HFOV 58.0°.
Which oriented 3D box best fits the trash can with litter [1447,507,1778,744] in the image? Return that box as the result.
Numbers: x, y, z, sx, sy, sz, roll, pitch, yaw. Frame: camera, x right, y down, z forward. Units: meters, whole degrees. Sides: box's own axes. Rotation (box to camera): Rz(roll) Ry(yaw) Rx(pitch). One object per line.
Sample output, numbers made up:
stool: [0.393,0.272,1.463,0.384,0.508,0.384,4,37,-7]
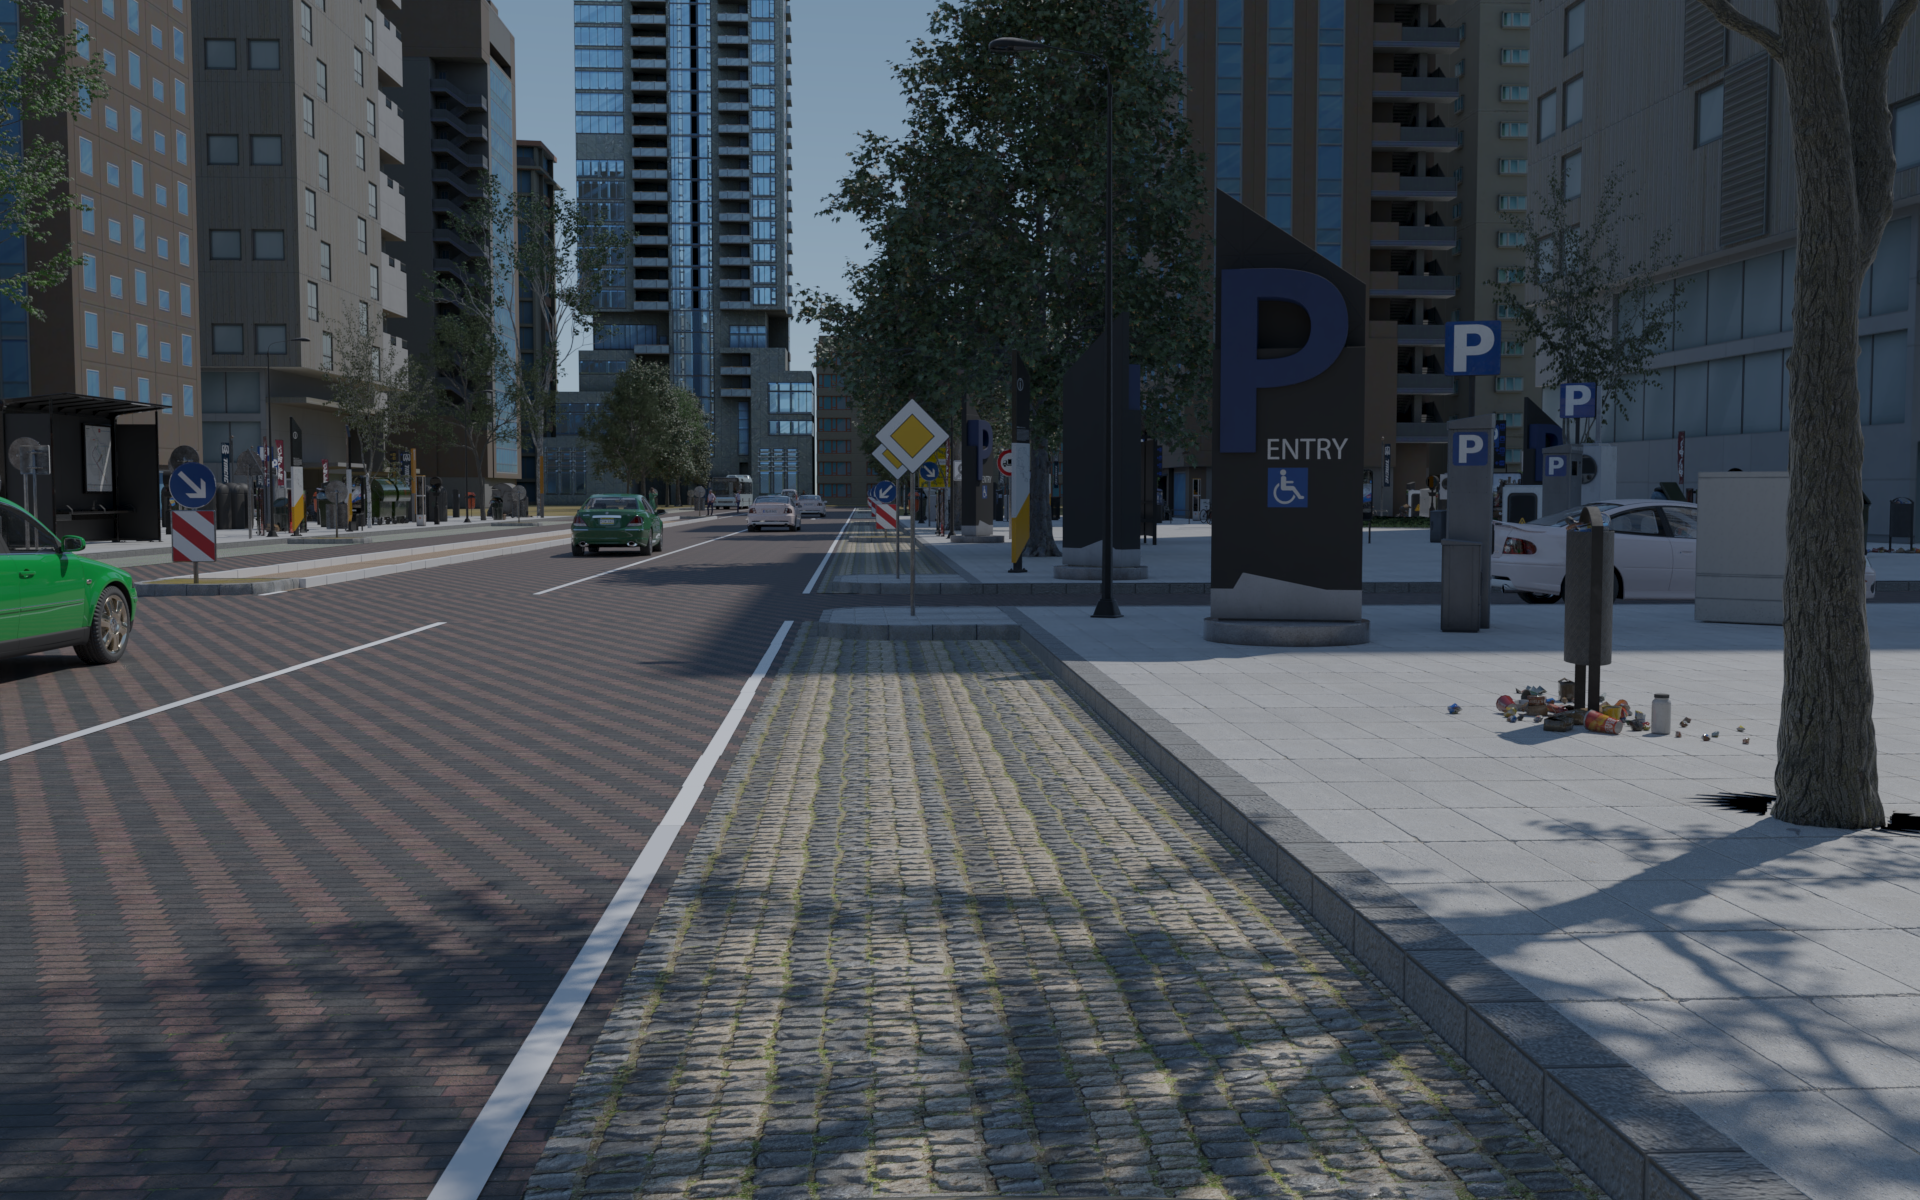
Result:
trash can with litter: [3.695,0.062,10.038,1.678,1.210,2.233,1,4,12]

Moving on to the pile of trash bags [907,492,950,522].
pile of trash bags: [-0.752,-4.247,79.183,3.447,1.369,1.912,1,4,12]

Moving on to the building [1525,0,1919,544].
building: [35.879,-28.453,54.440,27.495,52.752,28.713,0,4,-3]

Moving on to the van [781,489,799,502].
van: [-15.573,-9.264,158.485,2.013,2.044,4.112,0,4,-3]

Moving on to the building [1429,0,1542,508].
building: [52.990,-32.518,155.377,21.600,48.544,21.300,0,4,-3]

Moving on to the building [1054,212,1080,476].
building: [25.504,-38.233,214.347,27.495,52.752,28.713,0,4,-3]

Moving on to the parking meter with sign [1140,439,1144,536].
parking meter with sign: [5.513,-3.507,53.604,0.543,3.016,1.738,1,4,9]

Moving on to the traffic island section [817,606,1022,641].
traffic island section: [-0.477,0.245,18.273,2.009,0.180,2.903,0,4,-3]

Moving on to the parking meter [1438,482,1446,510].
parking meter: [24.243,-4.977,87.087,0.255,1.863,0.399,-1,4,-18]

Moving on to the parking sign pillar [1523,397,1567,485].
parking sign pillar: [16.337,-3.658,48.283,1.447,3.967,1.447,-2,4,-24]

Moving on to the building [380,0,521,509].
building: [-47.770,-30.800,153.697,14.200,45.320,14.600,0,4,-3]

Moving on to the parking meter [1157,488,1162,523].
parking meter: [8.686,-4.130,75.942,0.372,1.533,0.369,0,3,0]

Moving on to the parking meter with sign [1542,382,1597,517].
parking meter with sign: [9.209,-1.853,26.563,0.543,3.016,1.738,3,4,36]

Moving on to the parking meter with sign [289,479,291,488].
parking meter with sign: [-32.991,-5.436,85.144,1.738,3.016,0.543,1,4,16]

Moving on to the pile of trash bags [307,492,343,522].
pile of trash bags: [-29.539,-4.327,80.497,1.912,1.369,3.447,-1,4,-11]

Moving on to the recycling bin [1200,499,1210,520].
recycling bin: [11.960,-4.472,85.678,0.722,1.027,0.722,1,4,11]

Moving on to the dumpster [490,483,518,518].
dumpster: [-24.284,-5.306,92.507,1.264,1.857,1.865,0,4,-3]

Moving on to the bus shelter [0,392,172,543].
bus shelter: [-21.682,-3.172,43.152,1.731,3.624,6.357,0,4,-3]

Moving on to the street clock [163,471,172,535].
street clock: [-24.970,-3.062,54.640,0.358,2.002,0.471,-1,4,-14]

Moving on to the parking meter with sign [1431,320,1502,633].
parking meter with sign: [4.915,-1.253,16.750,0.543,3.016,1.738,1,4,18]

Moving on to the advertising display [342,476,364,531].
advertising display: [-21.184,-3.381,60.486,0.974,1.923,0.123,2,4,31]

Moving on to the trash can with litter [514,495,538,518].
trash can with litter: [-23.948,-5.117,94.720,1.678,1.210,2.233,0,4,0]

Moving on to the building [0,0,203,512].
building: [-45.286,-26.298,80.083,14.600,45.320,14.200,0,4,-3]

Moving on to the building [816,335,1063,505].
building: [-2.807,-22.494,212.812,28.899,21.520,27.650,0,4,-3]

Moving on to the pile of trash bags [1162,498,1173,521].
pile of trash bags: [8.865,-4.474,82.903,1.912,1.369,3.447,2,4,27]

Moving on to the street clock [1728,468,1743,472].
street clock: [21.479,-2.658,48.025,0.471,2.002,0.358,2,4,30]

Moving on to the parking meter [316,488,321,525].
parking meter: [-26.514,-3.884,71.920,0.372,1.533,0.369,0,3,0]

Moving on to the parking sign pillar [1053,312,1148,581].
parking sign pillar: [2.146,-2.313,26.287,1.447,3.967,1.447,-3,5,-39]

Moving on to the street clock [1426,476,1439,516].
street clock: [18.637,-3.901,68.349,0.471,2.002,0.358,3,5,41]

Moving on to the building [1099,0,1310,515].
building: [16.780,-29.306,129.264,14.600,45.320,14.200,0,4,-3]

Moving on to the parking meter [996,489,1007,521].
parking meter: [1.865,-4.488,81.785,0.372,1.533,0.369,0,3,0]

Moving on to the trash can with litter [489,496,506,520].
trash can with litter: [-22.747,-4.521,85.311,0.624,1.170,1.055,0,4,3]

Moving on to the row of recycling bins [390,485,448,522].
row of recycling bins: [-25.308,-4.512,80.883,3.534,1.692,1.069,2,4,31]

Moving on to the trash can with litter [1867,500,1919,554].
trash can with litter: [20.429,-1.655,38.120,1.678,1.210,2.233,-2,4,-26]

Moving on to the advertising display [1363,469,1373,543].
advertising display: [10.222,-2.433,45.001,0.974,1.923,0.123,0,4,8]

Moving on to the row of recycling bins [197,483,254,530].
row of recycling bins: [-26.684,-3.404,62.776,1.069,1.692,3.534,0,4,5]

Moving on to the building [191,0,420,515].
building: [-52.275,-31.943,111.507,28.713,52.752,27.495,0,4,-3]

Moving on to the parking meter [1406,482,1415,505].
parking meter: [25.944,-5.770,100.053,0.399,1.863,0.255,2,4,33]

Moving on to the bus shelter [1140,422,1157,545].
bus shelter: [4.044,-3.175,45.831,2.014,3.302,5.546,0,4,-3]

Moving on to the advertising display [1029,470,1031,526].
advertising display: [1.886,-2.536,46.678,0.974,1.923,0.123,-3,4,-36]

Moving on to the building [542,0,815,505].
building: [-33.122,-54.672,206.562,31.000,86.520,22.319,0,4,-3]

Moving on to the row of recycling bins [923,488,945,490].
row of recycling bins: [-0.955,-5.208,92.258,1.069,1.692,3.534,3,5,41]

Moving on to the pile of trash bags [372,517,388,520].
pile of trash bags: [-28.664,-4.607,85.073,3.447,1.369,1.912,0,4,-4]

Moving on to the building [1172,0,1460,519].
building: [17.941,-27.197,94.783,14.600,45.320,14.200,0,4,-3]

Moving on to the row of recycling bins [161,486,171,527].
row of recycling bins: [-30.811,-3.638,66.600,3.534,1.692,1.069,-2,4,-30]

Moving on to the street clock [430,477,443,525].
street clock: [-21.893,-4.151,72.432,0.471,2.002,0.358,0,4,0]

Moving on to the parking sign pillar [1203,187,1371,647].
parking sign pillar: [2.867,-1.630,15.116,1.447,3.967,1.447,1,4,12]

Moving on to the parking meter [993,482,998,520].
parking meter: [1.702,-4.913,86.030,0.255,1.863,0.399,1,4,20]

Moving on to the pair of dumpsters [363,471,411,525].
pair of dumpsters: [-24.335,-4.287,72.590,1.574,2.255,4.437,0,4,-3]

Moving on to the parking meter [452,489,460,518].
parking meter: [-27.416,-5.248,94.215,0.372,1.533,0.369,0,3,0]

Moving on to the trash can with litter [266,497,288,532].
trash can with litter: [-23.022,-2.884,58.541,0.624,1.170,1.055,0,4,6]

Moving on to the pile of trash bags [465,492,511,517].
pile of trash bags: [-26.225,-5.390,97.873,3.447,1.369,1.912,-2,4,-27]

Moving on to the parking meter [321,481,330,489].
parking meter: [-28.546,-4.417,77.928,0.399,1.863,0.255,-2,4,-28]

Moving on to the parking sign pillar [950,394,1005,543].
parking sign pillar: [0.463,-3.504,45.756,1.447,3.967,1.447,1,4,21]

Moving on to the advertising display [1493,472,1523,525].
advertising display: [16.088,-2.808,51.120,0.974,1.923,0.123,2,4,28]

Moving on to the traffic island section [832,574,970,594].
traffic island section: [-0.920,-0.242,26.245,2.009,0.180,2.903,0,4,-3]

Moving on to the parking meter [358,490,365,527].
parking meter: [-23.608,-3.654,68.150,0.372,1.533,0.369,0,3,0]

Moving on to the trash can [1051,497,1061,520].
trash can: [4.590,-4.459,84.552,0.748,1.137,0.748,0,3,0]

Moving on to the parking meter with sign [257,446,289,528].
parking meter with sign: [-25.434,-4.144,64.012,0.543,3.016,1.738,-1,4,-8]

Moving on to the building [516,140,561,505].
building: [-63.210,-33.789,207.068,28.867,44.769,22.147,0,4,-3]
